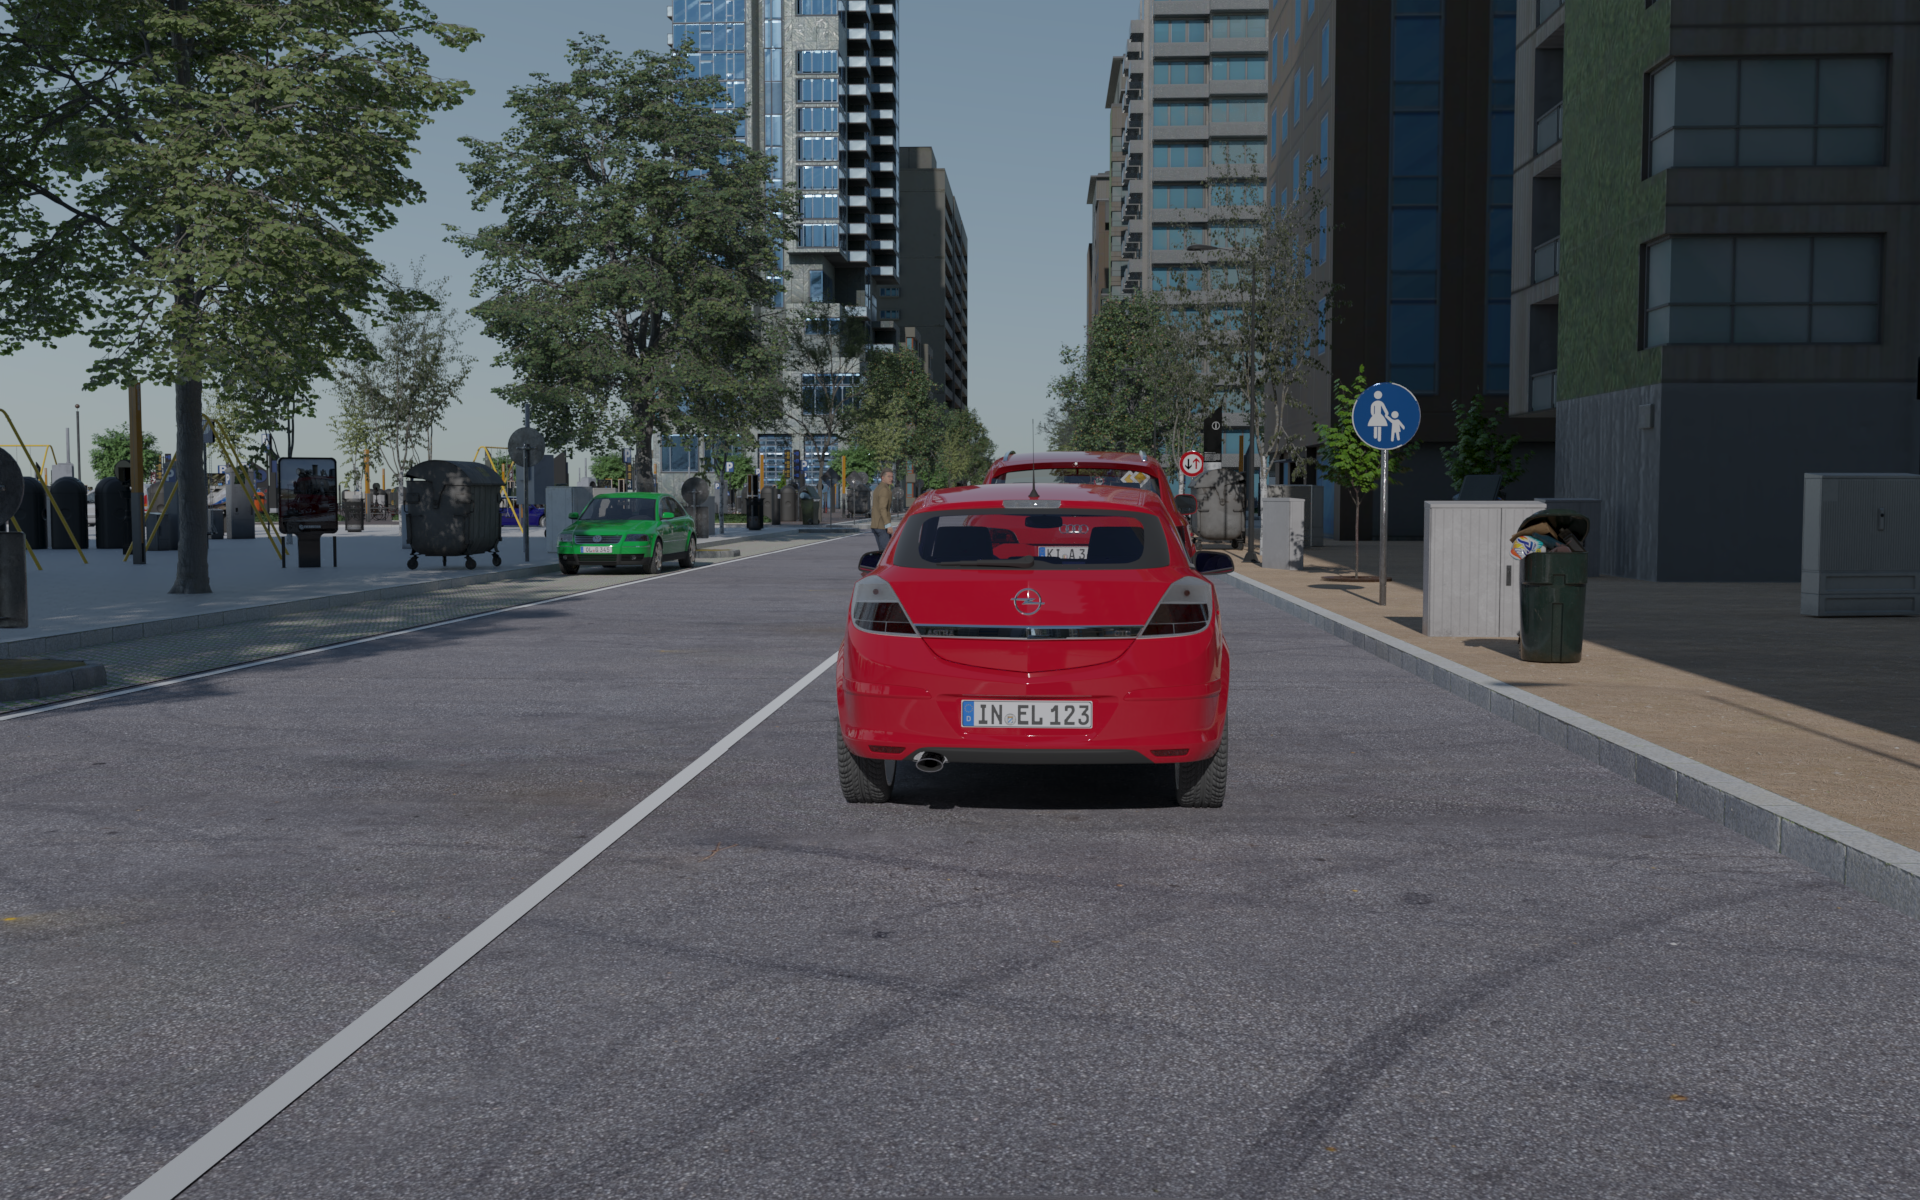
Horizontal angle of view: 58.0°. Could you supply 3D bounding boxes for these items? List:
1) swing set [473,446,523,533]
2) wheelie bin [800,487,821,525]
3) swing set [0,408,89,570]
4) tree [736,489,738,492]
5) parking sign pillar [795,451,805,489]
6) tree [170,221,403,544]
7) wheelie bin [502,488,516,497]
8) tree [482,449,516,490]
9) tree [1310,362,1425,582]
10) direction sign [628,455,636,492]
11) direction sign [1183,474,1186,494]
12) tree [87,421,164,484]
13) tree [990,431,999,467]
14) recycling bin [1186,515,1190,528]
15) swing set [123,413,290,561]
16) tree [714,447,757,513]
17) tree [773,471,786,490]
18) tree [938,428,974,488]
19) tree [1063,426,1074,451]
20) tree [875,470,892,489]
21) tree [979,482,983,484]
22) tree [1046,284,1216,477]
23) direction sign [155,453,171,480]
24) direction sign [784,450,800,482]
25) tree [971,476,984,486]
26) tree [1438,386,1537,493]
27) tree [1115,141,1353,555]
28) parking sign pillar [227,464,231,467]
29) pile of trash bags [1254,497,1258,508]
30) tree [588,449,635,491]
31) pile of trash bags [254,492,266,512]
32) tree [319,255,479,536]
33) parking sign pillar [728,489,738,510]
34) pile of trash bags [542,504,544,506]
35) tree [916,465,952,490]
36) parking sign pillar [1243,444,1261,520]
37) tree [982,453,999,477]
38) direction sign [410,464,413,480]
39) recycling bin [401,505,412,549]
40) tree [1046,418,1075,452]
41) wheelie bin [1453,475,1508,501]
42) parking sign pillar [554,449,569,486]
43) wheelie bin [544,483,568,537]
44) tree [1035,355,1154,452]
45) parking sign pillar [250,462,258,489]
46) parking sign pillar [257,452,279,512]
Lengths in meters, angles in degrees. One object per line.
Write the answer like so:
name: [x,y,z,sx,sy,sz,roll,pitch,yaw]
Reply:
swing set: [-15.240,-3.689,57.937,2.862,2.851,3.119,1,4,11]
wheelie bin: [-6.301,-3.955,72.568,0.693,1.594,0.980,2,4,25]
swing set: [-17.200,-1.999,30.312,2.862,2.851,3.119,-1,4,-13]
tree: [-19.322,-9.186,144.785,1.663,3.219,1.824,0,3,0]
parking sign pillar: [-10.140,-7.380,109.130,1.447,3.967,1.447,-1,4,-19]
tree: [-17.370,-5.730,44.047,4.737,8.622,4.395,0,3,0]
wheelie bin: [-22.832,-4.921,88.359,0.980,1.594,0.693,-1,4,-12]
tree: [-33.391,-8.701,125.968,4.285,4.588,4.351,0,3,0]
tree: [6.007,-1.893,25.560,1.663,3.219,1.824,0,3,0]
direction sign: [-18.808,-6.591,99.756,0.876,3.537,0.379,0,4,-3]
direction sign: [18.106,-9.066,140.229,0.379,3.537,0.876,2,4,26]
tree: [-37.309,-5.729,77.390,4.285,4.588,4.351,0,3,0]
tree: [0.695,-18.664,222.158,9.611,12.733,9.660,0,3,0]
recycling bin: [8.339,-3.176,64.481,0.722,1.027,0.722,1,4,18]
swing set: [-15.081,-2.273,34.788,2.862,2.851,3.119,-1,4,-19]
tree: [-15.538,-8.347,120.192,4.285,4.588,4.351,0,3,0]
tree: [-12.849,-8.154,127.926,1.663,3.219,1.824,0,3,0]
tree: [-0.854,-14.681,190.394,4.737,8.622,4.395,0,3,0]
tree: [12.465,-13.853,176.850,4.737,8.622,4.395,0,3,0]
tree: [-6.552,-11.564,139.439,4.360,8.622,3.978,0,3,0]
tree: [1.599,-17.753,240.627,4.737,8.622,4.395,0,3,0]
tree: [9.505,-10.883,94.942,9.611,12.733,9.660,0,3,0]
direction sign: [-44.394,-6.397,96.595,0.876,3.537,0.379,0,4,-1]
direction sign: [-8.551,-5.882,88.164,0.876,3.537,0.379,2,4,25]
tree: [2.953,-17.641,272.139,4.285,4.588,4.351,0,3,0]
tree: [8.989,-2.192,30.442,1.663,3.219,1.824,0,3,0]
tree: [6.197,-5.224,35.779,4.360,8.622,3.978,0,3,0]
parking sign pillar: [-60.929,-9.607,145.547,1.447,3.967,1.447,-3,4,-36]
pile of trash bags: [21.599,-7.292,128.982,1.912,1.369,3.447,-1,4,-18]
tree: [-23.566,-8.180,117.449,4.285,4.588,4.351,0,3,0]
pile of trash bags: [-54.991,-7.627,134.459,1.912,1.369,3.447,-3,5,-40]
tree: [-17.344,-6.284,53.112,4.360,8.622,3.978,0,3,0]
parking sign pillar: [-18.949,-9.428,142.615,1.447,3.967,1.447,1,4,11]
pile of trash bags: [-20.390,-4.949,90.661,3.447,1.369,1.912,0,4,-3]
tree: [-2.356,-10.683,158.379,4.285,4.588,4.351,0,3,0]
parking sign pillar: [14.121,-5.932,85.459,1.447,3.967,1.447,2,4,25]
tree: [4.287,-22.615,304.171,8.767,10.594,7.601,0,4,6]
direction sign: [-36.439,-7.528,115.087,0.379,3.537,0.876,0,4,-7]
recycling bin: [-12.666,-1.729,40.826,0.722,1.027,0.722,1,4,14]
tree: [15.064,-19.126,230.829,7.486,12.596,7.792,0,3,0]
wheelie bin: [8.555,-1.255,28.433,0.980,1.594,0.693,3,5,40]
parking sign pillar: [-24.323,-7.112,104.755,1.447,3.967,1.447,1,4,17]
wheelie bin: [-11.992,-2.667,51.513,0.980,1.594,0.693,1,4,10]
tree: [11.233,-13.941,138.313,12.009,13.543,11.850,0,3,0]
parking sign pillar: [-55.636,-9.123,137.627,1.447,3.967,1.447,-2,4,-27]
parking sign pillar: [-39.723,-6.886,101.057,1.447,3.967,1.447,1,4,13]
